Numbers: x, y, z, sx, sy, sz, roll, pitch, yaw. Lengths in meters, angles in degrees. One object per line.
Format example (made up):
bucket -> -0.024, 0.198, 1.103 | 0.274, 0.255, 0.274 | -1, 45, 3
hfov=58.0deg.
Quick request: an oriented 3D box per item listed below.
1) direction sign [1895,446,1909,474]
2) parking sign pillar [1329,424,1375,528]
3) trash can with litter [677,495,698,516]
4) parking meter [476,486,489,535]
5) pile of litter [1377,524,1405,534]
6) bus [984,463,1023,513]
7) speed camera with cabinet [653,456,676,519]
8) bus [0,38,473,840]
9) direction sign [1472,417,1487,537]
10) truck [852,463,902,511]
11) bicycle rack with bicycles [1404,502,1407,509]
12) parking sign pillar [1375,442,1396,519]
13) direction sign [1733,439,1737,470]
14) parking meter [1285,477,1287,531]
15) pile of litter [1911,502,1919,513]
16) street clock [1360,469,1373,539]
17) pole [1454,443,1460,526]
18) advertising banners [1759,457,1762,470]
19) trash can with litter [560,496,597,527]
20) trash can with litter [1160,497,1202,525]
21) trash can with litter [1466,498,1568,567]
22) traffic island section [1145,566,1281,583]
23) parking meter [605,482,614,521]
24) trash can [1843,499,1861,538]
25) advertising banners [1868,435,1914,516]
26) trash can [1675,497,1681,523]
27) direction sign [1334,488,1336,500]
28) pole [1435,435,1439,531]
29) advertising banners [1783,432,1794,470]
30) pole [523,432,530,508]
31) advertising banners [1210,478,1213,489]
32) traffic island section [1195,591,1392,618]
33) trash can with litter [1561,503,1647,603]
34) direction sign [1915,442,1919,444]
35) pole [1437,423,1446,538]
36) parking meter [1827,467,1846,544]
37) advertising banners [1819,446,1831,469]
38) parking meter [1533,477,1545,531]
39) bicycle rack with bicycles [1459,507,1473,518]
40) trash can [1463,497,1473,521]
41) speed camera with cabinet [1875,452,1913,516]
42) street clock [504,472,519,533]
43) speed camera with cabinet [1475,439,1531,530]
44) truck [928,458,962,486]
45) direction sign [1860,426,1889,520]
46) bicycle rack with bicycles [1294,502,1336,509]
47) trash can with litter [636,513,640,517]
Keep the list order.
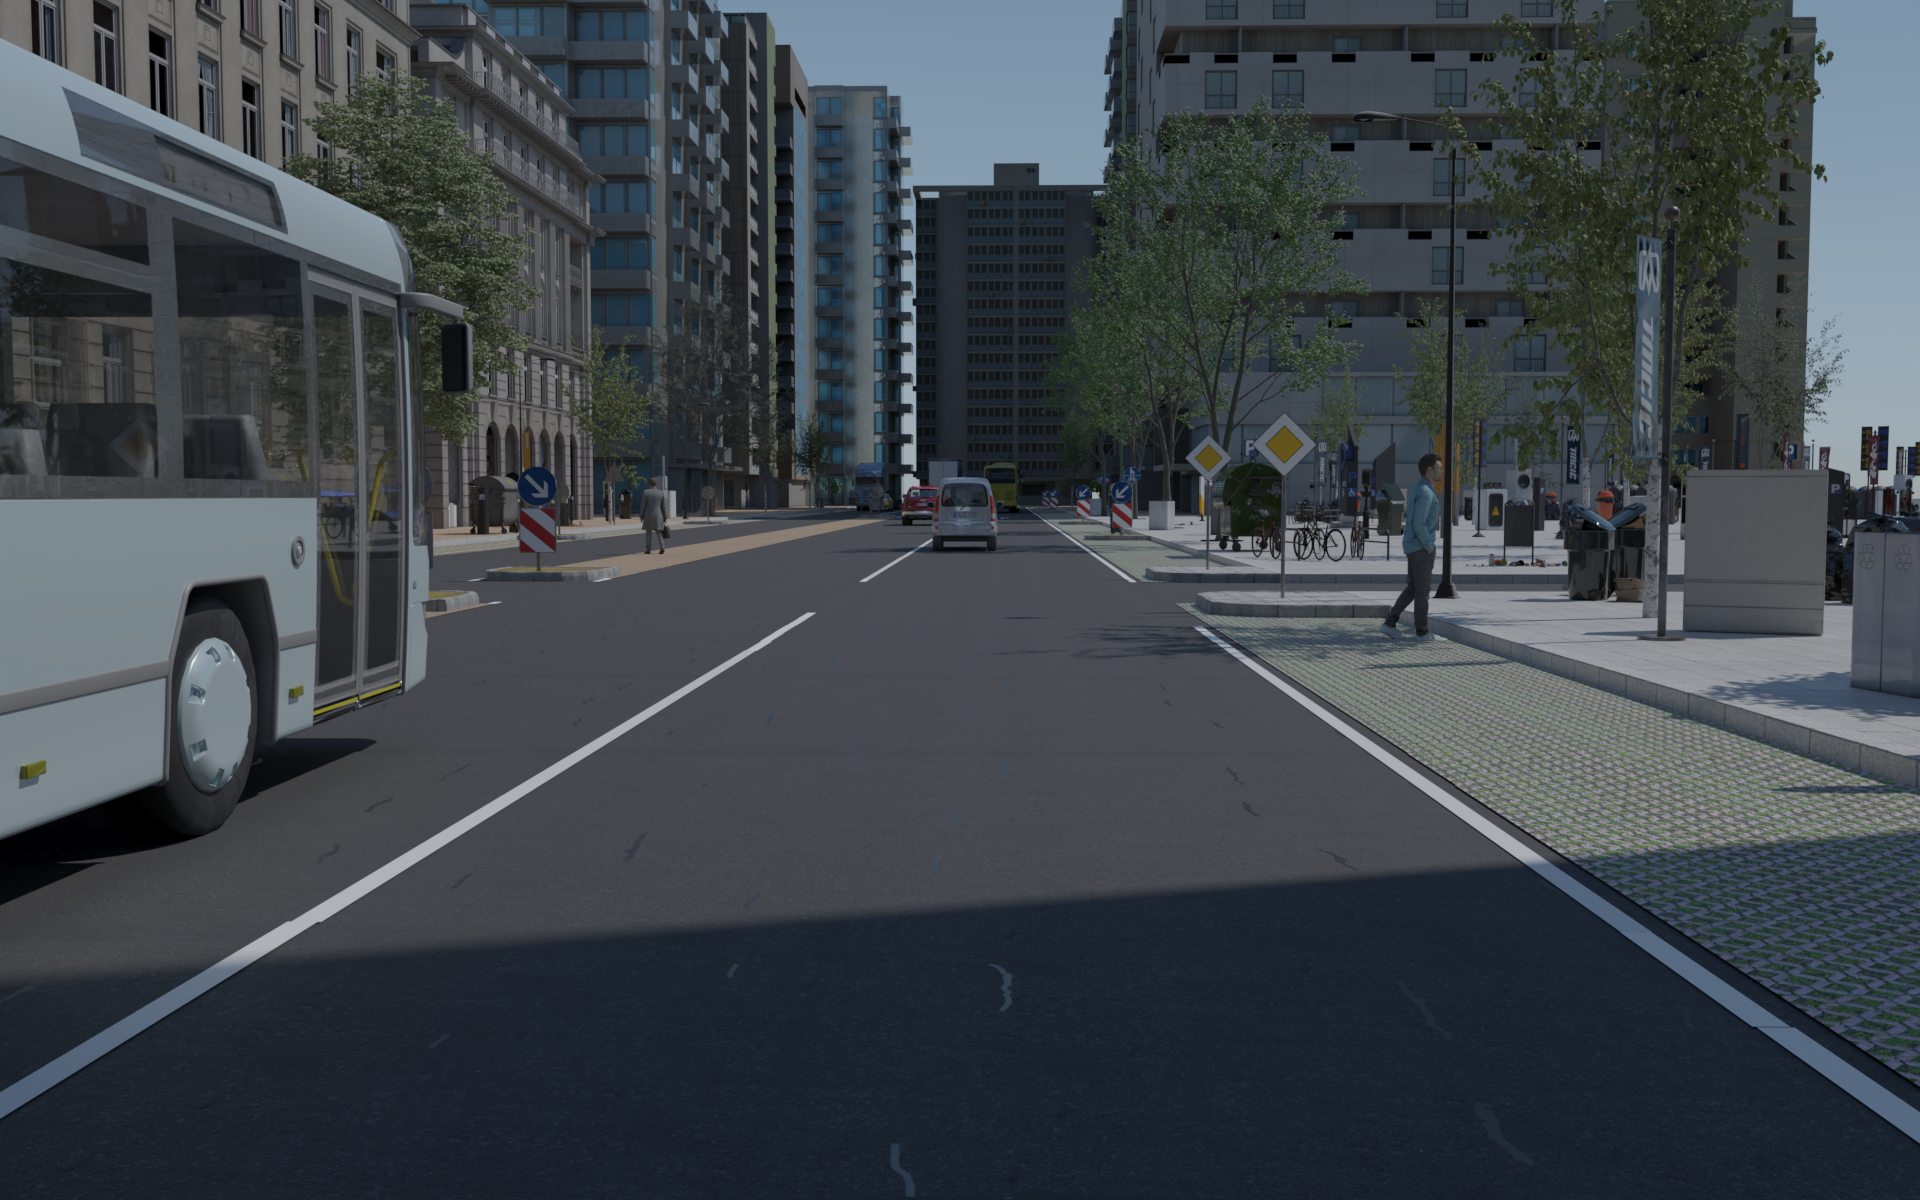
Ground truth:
direction sign -> 44.916, -5.526, 82.339 | 0.876, 3.537, 0.379 | 0, 4, 3
parking sign pillar -> 14.760, -4.725, 65.729 | 1.447, 3.967, 1.447 | 0, 4, 1
trash can with litter -> -16.353, -5.651, 103.458 | 1.678, 1.210, 2.233 | -1, 4, -9
parking meter -> -15.038, -2.824, 54.577 | 0.372, 1.533, 0.369 | 0, 3, 0
pile of litter -> 14.023, -2.544, 55.552 | 1.719, 0.858, 1.176 | -3, 4, -39
bus -> 3.349, -8.750, 134.611 | 2.896, 3.916, 12.252 | 0, 4, 3
speed camera with cabinet -> -15.399, -5.865, 90.233 | 0.660, 3.252, 2.038 | 1, 4, 9
bus -> -4.357, -0.585, 4.417 | 2.948, 3.499, 13.247 | 0, 3, 0
direction sign -> 15.444, -3.638, 51.483 | 0.379, 3.537, 0.876 | 3, 5, 41
truck -> -7.164, -10.041, 153.926 | 2.967, 4.110, 18.799 | 0, 4, 3
bicycle rack with bicycles -> 19.630, -3.856, 76.431 | 2.925, 0.926, 2.852 | -1, 4, -14
parking sign pillar -> 21.962, -6.207, 89.960 | 1.447, 3.967, 1.447 | -2, 4, -28
direction sign -> 32.277, -4.905, 72.197 | 0.379, 3.537, 0.876 | 1, 4, 19
parking meter -> 11.007, -3.287, 59.453 | 0.399, 1.863, 0.255 | 1, 4, 12
pile of litter -> 52.143, -4.908, 94.217 | 1.176, 0.858, 1.719 | 1, 4, 11
street clock -> 11.555, -2.734, 49.266 | 0.358, 2.002, 0.471 | 1, 4, 18
pole -> 19.898, -4.623, 69.423 | 0.158, 3.312, 0.155 | 0, 3, 0
advertising banners -> 37.863, -5.230, 81.698 | 0.090, 3.025, 2.074 | 1, 4, 18
trash can with litter -> -15.415, -3.537, 68.891 | 1.678, 1.210, 2.233 | -1, 4, -20
trash can with litter -> 8.875, -3.674, 71.135 | 2.233, 1.210, 1.678 | 0, 4, -3
trash can with litter -> 10.257, -1.198, 30.650 | 2.233, 1.210, 1.678 | 2, 4, 34
traffic island section -> 4.212, -0.432, 29.342 | 2.009, 0.180, 2.903 | 0, 4, 2
parking meter -> -16.465, -4.628, 81.380 | 0.255, 1.863, 0.399 | 3, 4, 38
trash can -> 25.762, -2.367, 50.362 | 0.748, 1.137, 0.748 | 0, 3, 0
advertising banners -> 27.087, -3.320, 50.465 | 0.090, 3.025, 2.074 | 0, 4, -7
trash can -> 31.916, -4.037, 77.652 | 0.748, 1.137, 0.748 | 0, 3, 0
direction sign -> 20.081, -6.160, 92.720 | 0.379, 3.537, 0.876 | 0, 4, 4
pole -> 16.638, -4.065, 60.303 | 0.158, 3.312, 0.155 | 0, 3, 0
advertising banners -> 23.325, -3.195, 48.433 | 0.090, 3.025, 2.074 | 1, 4, 9
pole -> -14.327, -3.881, 57.301 | 0.158, 3.312, 0.155 | 0, 3, 0
advertising banners -> 14.845, -6.329, 99.662 | 0.090, 3.025, 2.074 | 3, 5, 42
traffic island section -> 3.996, 0.056, 21.360 | 2.009, 0.180, 2.903 | 0, 4, 2
trash can with litter -> 7.831, -0.580, 20.862 | 1.055, 1.170, 0.624 | 3, 5, 39
direction sign -> 41.518, -5.056, 74.655 | 0.379, 3.537, 0.876 | -1, 4, -22
pole -> 13.986, -3.438, 50.053 | 0.158, 3.312, 0.155 | 0, 3, 0
parking meter -> 19.035, -1.953, 37.650 | 0.399, 1.863, 0.255 | 2, 4, 28
advertising banners -> 31.603, -4.184, 64.590 | 0.090, 3.025, 2.074 | -1, 4, -18
parking meter -> 20.140, -3.335, 60.234 | 0.399, 1.863, 0.255 | -2, 4, -35
bicycle rack with bicycles -> 22.270, -4.242, 82.742 | 2.852, 0.926, 2.925 | -2, 4, -30
trash can -> 24.650, -4.398, 83.567 | 0.748, 1.137, 0.748 | 0, 3, 0
speed camera with cabinet -> 43.186, -5.241, 80.033 | 2.038, 3.252, 0.660 | -2, 4, -31
street clock -> -14.896, -3.244, 57.608 | 0.471, 2.002, 0.358 | -2, 4, -32
speed camera with cabinet -> 19.310, -4.110, 61.535 | 2.038, 3.252, 0.660 | -2, 4, -24
truck -> -1.125, -9.338, 141.583 | 2.839, 4.237, 11.283 | 0, 4, 2
direction sign -> 30.521, -4.028, 57.852 | 0.379, 3.537, 0.876 | -3, 4, -39
bicycle rack with bicycles -> 15.067, -3.694, 73.784 | 2.925, 0.926, 2.852 | -3, 5, -42
trash can with litter -> -17.166, -5.150, 95.253 | 1.678, 1.210, 2.233 | -3, 5, -42
